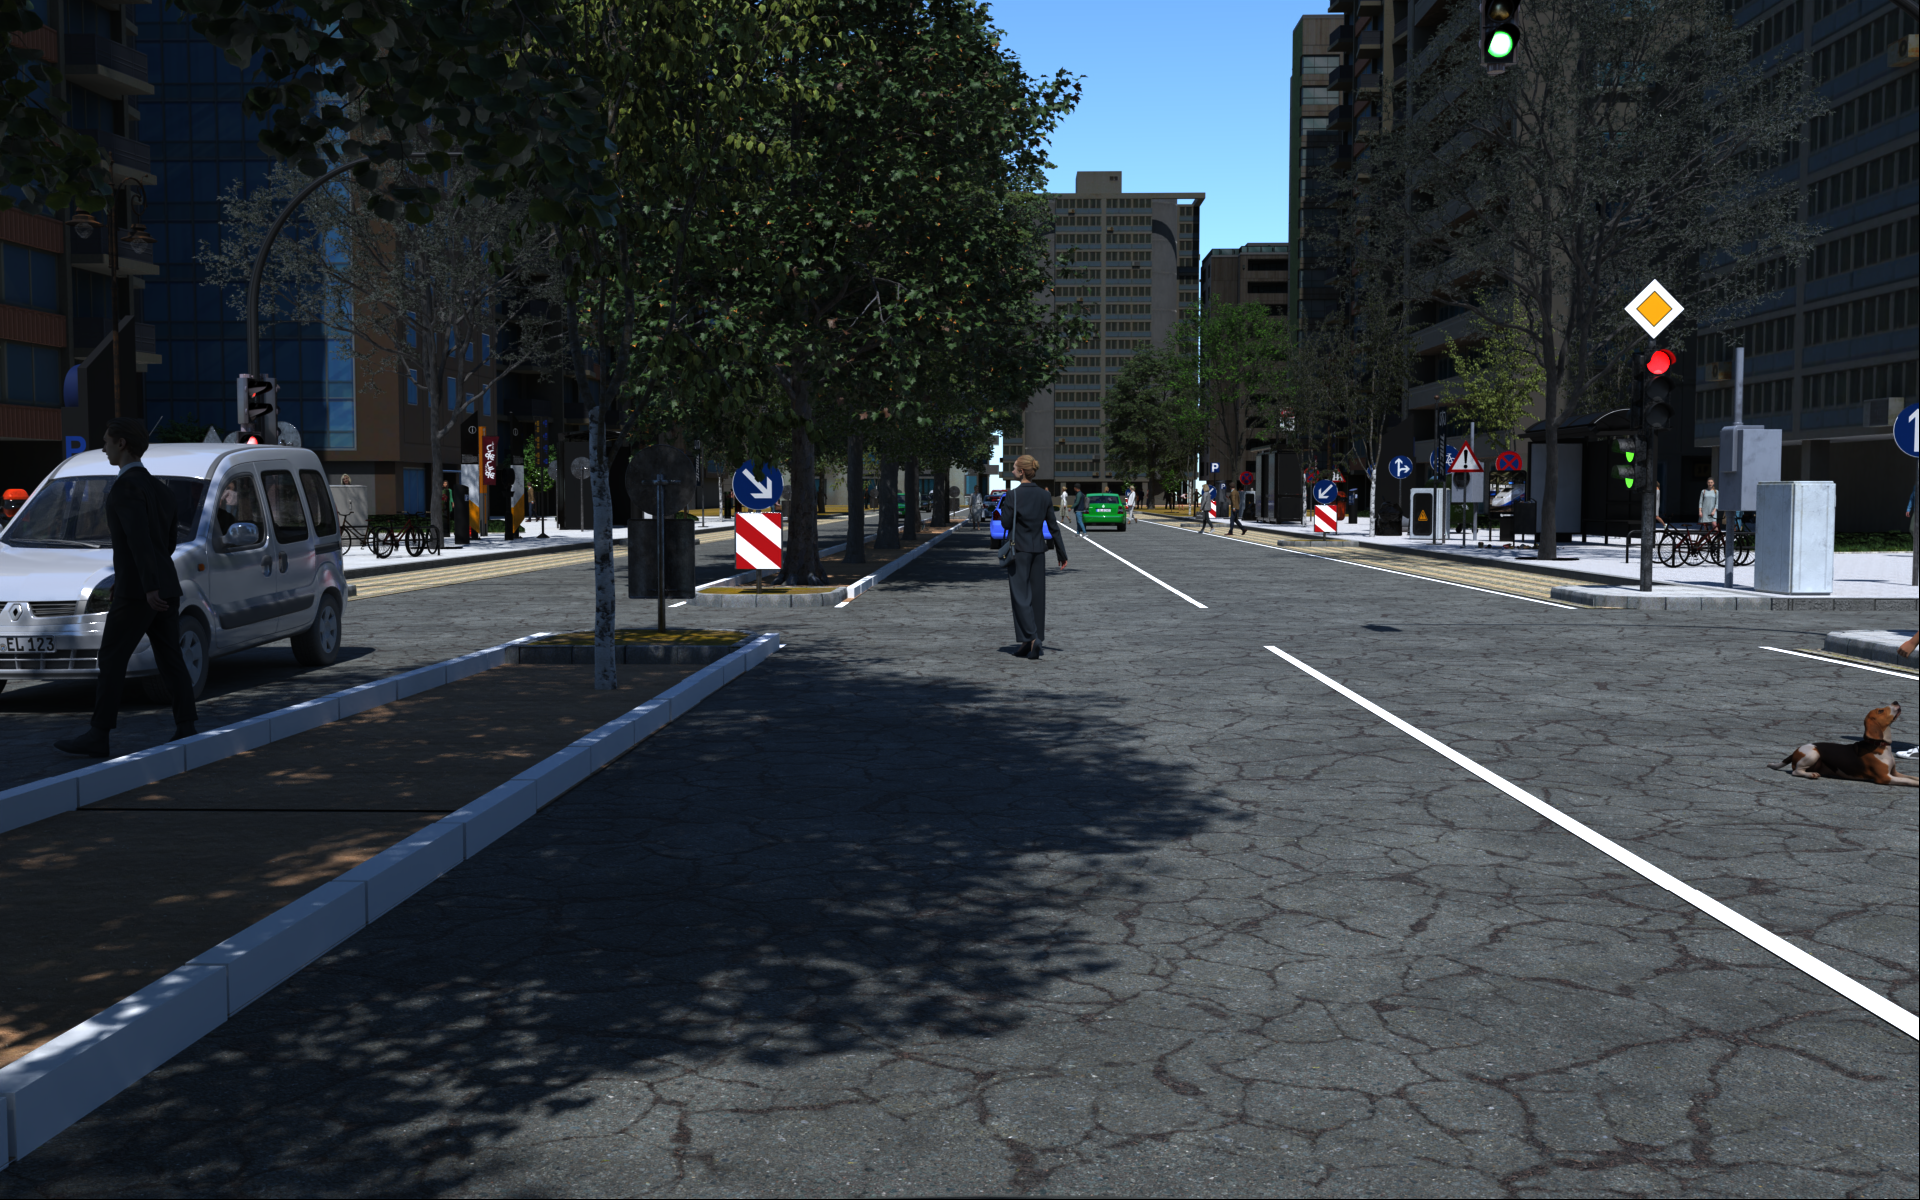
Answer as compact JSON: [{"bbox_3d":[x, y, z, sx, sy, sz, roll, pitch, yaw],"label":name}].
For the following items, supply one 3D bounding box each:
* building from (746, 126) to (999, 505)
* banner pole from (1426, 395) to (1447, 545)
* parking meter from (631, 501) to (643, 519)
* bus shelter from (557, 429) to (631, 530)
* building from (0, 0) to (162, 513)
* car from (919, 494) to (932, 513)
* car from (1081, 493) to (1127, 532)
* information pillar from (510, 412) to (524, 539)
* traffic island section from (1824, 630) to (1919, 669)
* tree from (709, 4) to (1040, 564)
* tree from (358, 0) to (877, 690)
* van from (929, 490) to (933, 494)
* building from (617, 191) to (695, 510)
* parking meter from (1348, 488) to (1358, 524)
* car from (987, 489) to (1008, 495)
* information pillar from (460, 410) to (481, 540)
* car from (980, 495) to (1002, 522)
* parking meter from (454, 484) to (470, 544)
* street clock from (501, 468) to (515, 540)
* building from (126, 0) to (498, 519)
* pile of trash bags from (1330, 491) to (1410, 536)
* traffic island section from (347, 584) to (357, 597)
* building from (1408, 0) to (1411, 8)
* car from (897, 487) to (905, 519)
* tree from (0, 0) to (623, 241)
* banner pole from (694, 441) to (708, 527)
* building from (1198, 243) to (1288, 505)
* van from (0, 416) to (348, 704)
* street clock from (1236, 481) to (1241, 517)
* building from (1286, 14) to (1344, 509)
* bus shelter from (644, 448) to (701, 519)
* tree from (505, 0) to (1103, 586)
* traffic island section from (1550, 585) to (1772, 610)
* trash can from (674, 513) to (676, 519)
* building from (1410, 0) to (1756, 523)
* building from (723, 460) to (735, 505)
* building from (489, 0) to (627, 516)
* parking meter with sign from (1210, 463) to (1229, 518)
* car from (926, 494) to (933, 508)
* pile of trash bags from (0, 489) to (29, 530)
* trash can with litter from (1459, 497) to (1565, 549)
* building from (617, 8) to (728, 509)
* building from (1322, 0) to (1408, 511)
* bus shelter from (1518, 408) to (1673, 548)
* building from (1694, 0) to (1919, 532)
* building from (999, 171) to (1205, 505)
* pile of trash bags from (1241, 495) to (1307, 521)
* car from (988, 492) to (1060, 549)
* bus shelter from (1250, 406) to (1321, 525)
[{"bbox_3d":[-10.531,-35.943,207.281,30.456,49.044,23.786,0,4,2],"label":"building"},{"bbox_3d":[12.073,-3.279,43.632,0.401,3.779,0.863,0,4,-8],"label":"banner pole"},{"bbox_3d":[-10.429,-2.902,55.851,0.372,1.533,0.369,0,3,0],"label":"parking meter"},{"bbox_3d":[-13.487,-4.506,64.957,1.731,3.624,6.357,0,4,2],"label":"bus shelter"},{"bbox_3d":[-38.402,-24.240,50.941,22.147,44.769,28.867,0,4,2],"label":"building"},{"bbox_3d":[-3.169,-7.654,134.928,2.009,1.686,4.222,0,4,3],"label":"car"},{"bbox_3d":[5.546,-3.595,67.581,1.959,1.807,4.718,0,4,3],"label":"car"},{"bbox_3d":[-12.737,-3.574,49.794,0.183,3.616,0.504,2,4,26],"label":"information pillar"},{"bbox_3d":[8.824,0.455,14.841,2.009,0.180,2.903,0,4,2],"label":"traffic island section"},{"bbox_3d":[-2.252,-7.041,35.699,7.486,12.596,7.792,0,3,0],"label":"tree"},{"bbox_3d":[-2.557,-3.629,12.160,4.737,8.622,4.395,0,3,0],"label":"tree"},{"bbox_3d":[-2.299,-9.939,169.514,2.013,2.044,4.112,0,4,3],"label":"van"},{"bbox_3d":[-28.979,-22.214,134.894,14.160,30.474,14.107,0,4,2],"label":"building"},{"bbox_3d":[17.004,-4.068,74.921,0.372,1.533,0.369,0,3,0],"label":"parking meter"},{"bbox_3d":[3.376,-8.348,145.158,2.281,1.827,5.304,0,4,1],"label":"car"},{"bbox_3d":[-13.641,-3.481,48.276,0.504,3.616,0.183,-1,4,-11],"label":"information pillar"},{"bbox_3d":[1.904,-4.751,89.681,2.014,1.417,4.499,0,4,2],"label":"car"},{"bbox_3d":[-12.755,-2.197,44.338,0.372,1.533,0.369,0,3,0],"label":"parking meter"},{"bbox_3d":[-12.516,-2.657,48.013,0.358,2.002,0.471,-3,4,-36],"label":"street clock"},{"bbox_3d":[-30.662,-26.304,80.188,14.600,45.320,14.200,0,4,2],"label":"building"},{"bbox_3d":[13.173,-2.700,53.890,3.447,1.369,1.912,1,4,21],"label":"pile of trash bags"},{"bbox_3d":[-9.474,-0.067,23.372,2.009,0.180,2.903,0,4,2],"label":"traffic island section"},{"bbox_3d":[35.204,-26.003,108.748,14.154,41.232,14.086,0,4,2],"label":"building"},{"bbox_3d":[-3.103,-4.916,89.177,1.959,1.807,4.718,0,4,2],"label":"car"},{"bbox_3d":[-3.139,-5.765,3.378,9.857,13.997,8.962,0,3,0],"label":"tree"},{"bbox_3d":[-10.016,-4.687,66.647,0.401,3.779,0.863,1,4,22],"label":"banner pole"},{"bbox_3d":[35.589,-26.314,201.942,14.107,30.474,14.160,0,4,2],"label":"building"},{"bbox_3d":[-6.082,-0.373,13.112,2.013,2.044,4.112,0,4,0],"label":"van"},{"bbox_3d":[15.127,-5.512,94.688,0.471,2.002,0.358,-3,5,-43],"label":"street clock"},{"bbox_3d":[35.699,-28.634,151.768,14.154,41.232,14.086,0,4,2],"label":"building"},{"bbox_3d":[-12.556,-4.904,74.111,2.014,3.302,5.546,0,4,2],"label":"bus shelter"},{"bbox_3d":[-2.478,-6.581,27.066,9.611,12.733,9.660,0,3,0],"label":"tree"},{"bbox_3d":[9.059,-0.033,22.823,2.009,0.180,2.903,0,4,2],"label":"traffic island section"},{"bbox_3d":[-11.386,-3.420,67.574,0.748,1.137,0.748,0,3,0],"label":"trash can"},{"bbox_3d":[35.362,-28.255,85.675,21.300,48.544,21.600,0,4,2],"label":"building"},{"bbox_3d":[-36.288,-46.933,205.600,20.611,71.187,20.563,0,4,2],"label":"building"},{"bbox_3d":[-33.998,-28.044,113.148,22.147,44.769,28.867,0,4,2],"label":"building"},{"bbox_3d":[14.335,-6.059,95.328,0.543,3.016,1.738,-1,4,-15],"label":"parking meter with sign"},{"bbox_3d":[-2.967,-9.252,161.058,2.009,1.686,4.222,0,4,4],"label":"car"},{"bbox_3d":[-15.301,-1.144,28.463,1.912,1.369,3.447,-3,4,-37],"label":"pile of trash bags"},{"bbox_3d":[12.961,-1.821,40.833,2.233,1.210,1.678,3,4,36],"label":"trash can with litter"},{"bbox_3d":[-28.890,-30.789,153.504,14.200,45.320,14.600,0,4,2],"label":"building"},{"bbox_3d":[39.543,-29.072,129.959,22.147,44.769,28.867,0,4,2],"label":"building"},{"bbox_3d":[15.790,-3.029,43.454,2.014,3.302,5.546,0,4,2],"label":"bus shelter"},{"bbox_3d":[38.145,-22.030,52.071,23.993,40.220,32.217,0,4,2],"label":"building"},{"bbox_3d":[16.811,-31.759,211.144,23.993,40.220,32.217,0,4,2],"label":"building"},{"bbox_3d":[15.350,-4.508,83.453,3.447,1.369,1.912,-2,4,-31],"label":"pile of trash bags"},{"bbox_3d":[1.687,-2.236,46.151,1.945,1.707,3.694,0,4,3],"label":"car"},{"bbox_3d":[14.202,-6.072,76.903,2.179,5.291,8.768,0,4,2],"label":"bus shelter"}]
